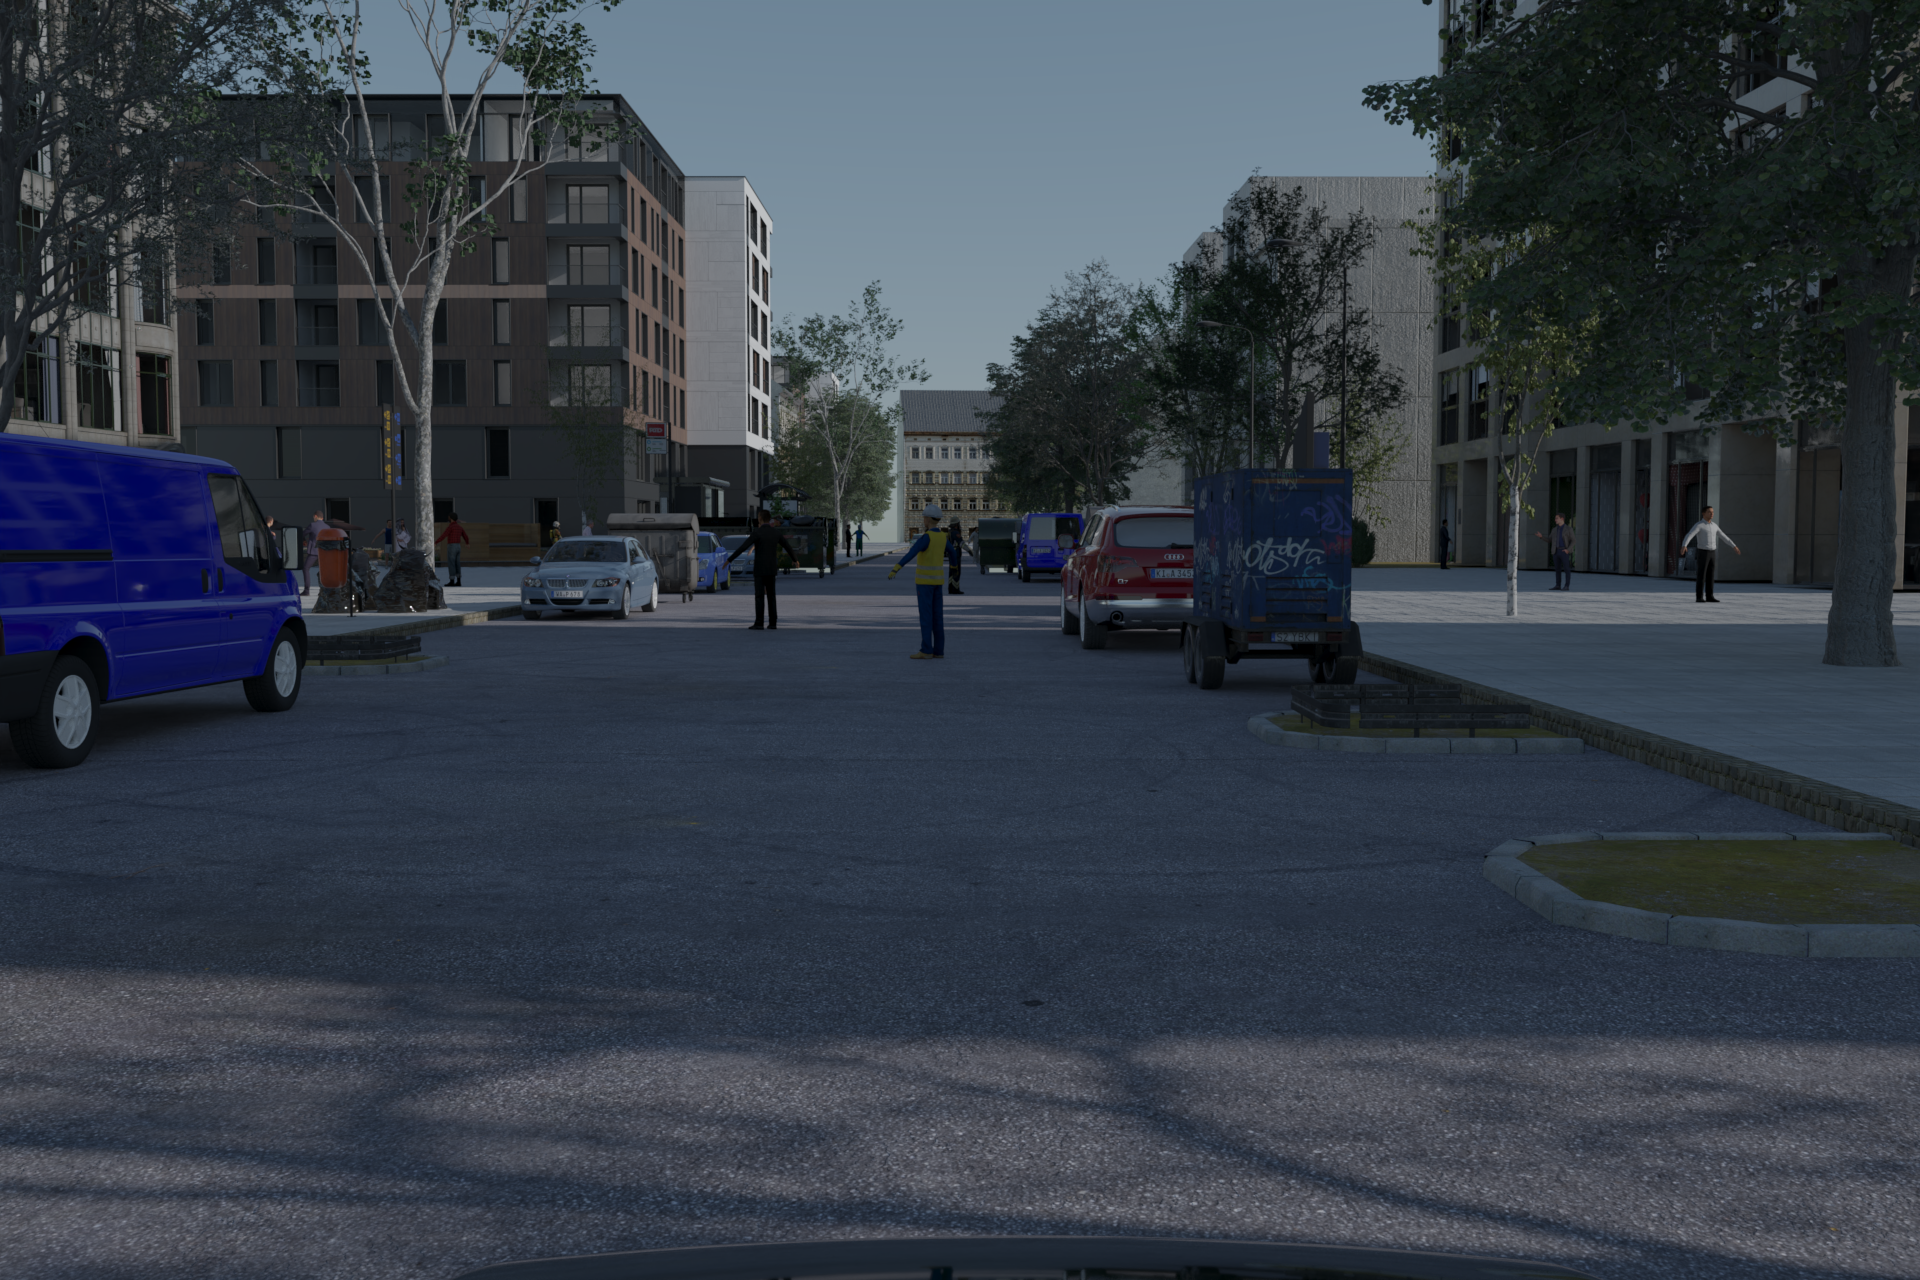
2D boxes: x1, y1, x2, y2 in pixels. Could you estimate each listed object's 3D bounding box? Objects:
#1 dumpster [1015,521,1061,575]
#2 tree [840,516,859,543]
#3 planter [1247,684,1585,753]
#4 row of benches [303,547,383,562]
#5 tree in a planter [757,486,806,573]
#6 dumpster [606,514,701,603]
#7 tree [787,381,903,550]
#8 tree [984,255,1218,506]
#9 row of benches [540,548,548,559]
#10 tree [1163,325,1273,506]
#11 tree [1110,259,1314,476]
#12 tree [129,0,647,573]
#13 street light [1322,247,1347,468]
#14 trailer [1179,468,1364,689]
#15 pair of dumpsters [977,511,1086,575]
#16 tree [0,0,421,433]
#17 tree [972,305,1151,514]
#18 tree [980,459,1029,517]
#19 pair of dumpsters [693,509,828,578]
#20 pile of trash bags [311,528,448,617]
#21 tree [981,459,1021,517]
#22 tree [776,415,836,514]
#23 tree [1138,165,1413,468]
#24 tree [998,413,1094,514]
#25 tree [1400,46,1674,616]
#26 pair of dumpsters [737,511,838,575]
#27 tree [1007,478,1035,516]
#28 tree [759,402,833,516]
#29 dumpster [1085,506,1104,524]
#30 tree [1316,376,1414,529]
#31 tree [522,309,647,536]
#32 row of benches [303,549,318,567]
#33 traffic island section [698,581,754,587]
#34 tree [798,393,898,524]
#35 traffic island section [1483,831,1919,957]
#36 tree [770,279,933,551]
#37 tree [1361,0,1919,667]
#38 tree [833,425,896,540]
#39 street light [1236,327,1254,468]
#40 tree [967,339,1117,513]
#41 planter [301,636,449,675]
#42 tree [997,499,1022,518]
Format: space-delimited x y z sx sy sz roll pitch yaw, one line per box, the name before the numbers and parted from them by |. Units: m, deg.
dumpster | 2.775 -3.097 58.851 1.865 1.857 1.264 0 4 -1
tree | -17.284 -21.006 261.566 7.486 12.596 7.792 0 3 0
planter | 3.097 0.540 12.308 1.991 0.319 1.994 0 4 1
row of benches | -28.788 -3.950 80.041 4.104 0.672 1.422 0 4 1
tree in a planter | -6.772 -4.116 64.521 1.991 3.239 1.994 0 4 0
dumpster | -6.424 -1.717 36.293 1.865 1.857 1.264 0 4 0
tree | -9.616 -14.490 143.563 9.857 13.997 8.962 0 3 0
tree | 6.179 -10.207 77.248 12.009 13.543 11.850 0 3 0
row of benches | -17.514 -3.780 77.274 4.104 0.672 1.422 -1 4 -19
tree | 8.444 -6.595 58.192 4.360 8.622 3.978 0 3 0
tree | 9.525 -8.574 65.938 9.928 11.665 9.643 0 3 0
tree | -12.913 -11.272 40.189 12.611 20.169 13.585 0 3 0
street light | 6.609 -3.357 27.427 1.470 5.913 1.316 0 3 0
trailer | 2.884 -0.609 17.009 1.471 1.999 3.904 0 4 -1
pair of dumpsters | 2.825 -3.460 61.522 4.436 2.255 1.574 0 4 0
tree | -12.356 -6.831 22.061 12.009 13.543 11.850 0 3 0
tree | 5.776 -11.417 93.326 9.857 13.997 8.962 0 3 0
tree | 5.342 -13.269 151.352 8.767 10.594 7.601 2 4 33
pair of dumpsters | -6.524 -3.142 56.321 4.436 2.255 1.574 0 4 0
pile of trash bags | -9.651 -1.127 28.177 1.912 1.369 3.447 0 4 0
tree | 5.682 -13.877 161.303 8.767 10.594 7.601 1 4 15
tree | -9.901 -9.608 107.460 4.360 8.622 3.978 0 3 0
tree | 8.099 -6.752 44.802 7.601 10.594 8.767 -1 4 -18
tree | 5.989 -12.458 121.816 7.486 12.596 7.792 0 3 0
tree | 8.915 -4.687 26.996 4.737 8.622 4.395 0 3 0
pair of dumpsters | -6.543 -3.446 61.298 4.436 2.255 1.574 0 4 -1
tree | 5.061 -11.542 139.081 4.360 8.622 3.978 0 3 0
tree | -9.363 -8.953 96.744 4.737 8.622 4.395 0 3 0
dumpster | 2.858 -1.140 26.859 1.865 1.857 1.264 0 4 -1
tree | 17.301 -7.653 75.490 4.737 8.622 4.395 0 3 0
tree | -12.813 -6.568 57.756 4.360 8.622 3.978 0 3 0
row of benches | -26.005 -3.276 69.020 1.422 0.672 4.104 -1 4 -17
traffic island section | -6.655 -1.553 48.252 1.991 0.108 1.994 0 4 0
tree | -10.207 -15.190 155.009 9.857 13.997 8.962 0 3 0
traffic island section | 3.177 0.979 6.853 1.991 0.108 1.994 0 4 0
tree | -8.619 -16.747 129.707 12.611 20.169 13.585 0 3 0
tree | 8.777 -6.730 16.695 9.857 13.997 8.962 0 3 0
tree | -9.824 -15.205 166.736 7.486 12.596 7.792 0 3 0
street light | 6.918 -3.999 37.931 1.470 5.913 1.316 0 4 -1
tree | 5.643 -12.059 107.532 12.009 13.543 11.850 0 3 0
planter | -6.608 0.159 18.541 1.991 0.319 1.994 0 4 0
tree | 5.490 -13.356 168.735 4.737 8.622 4.395 0 3 0
